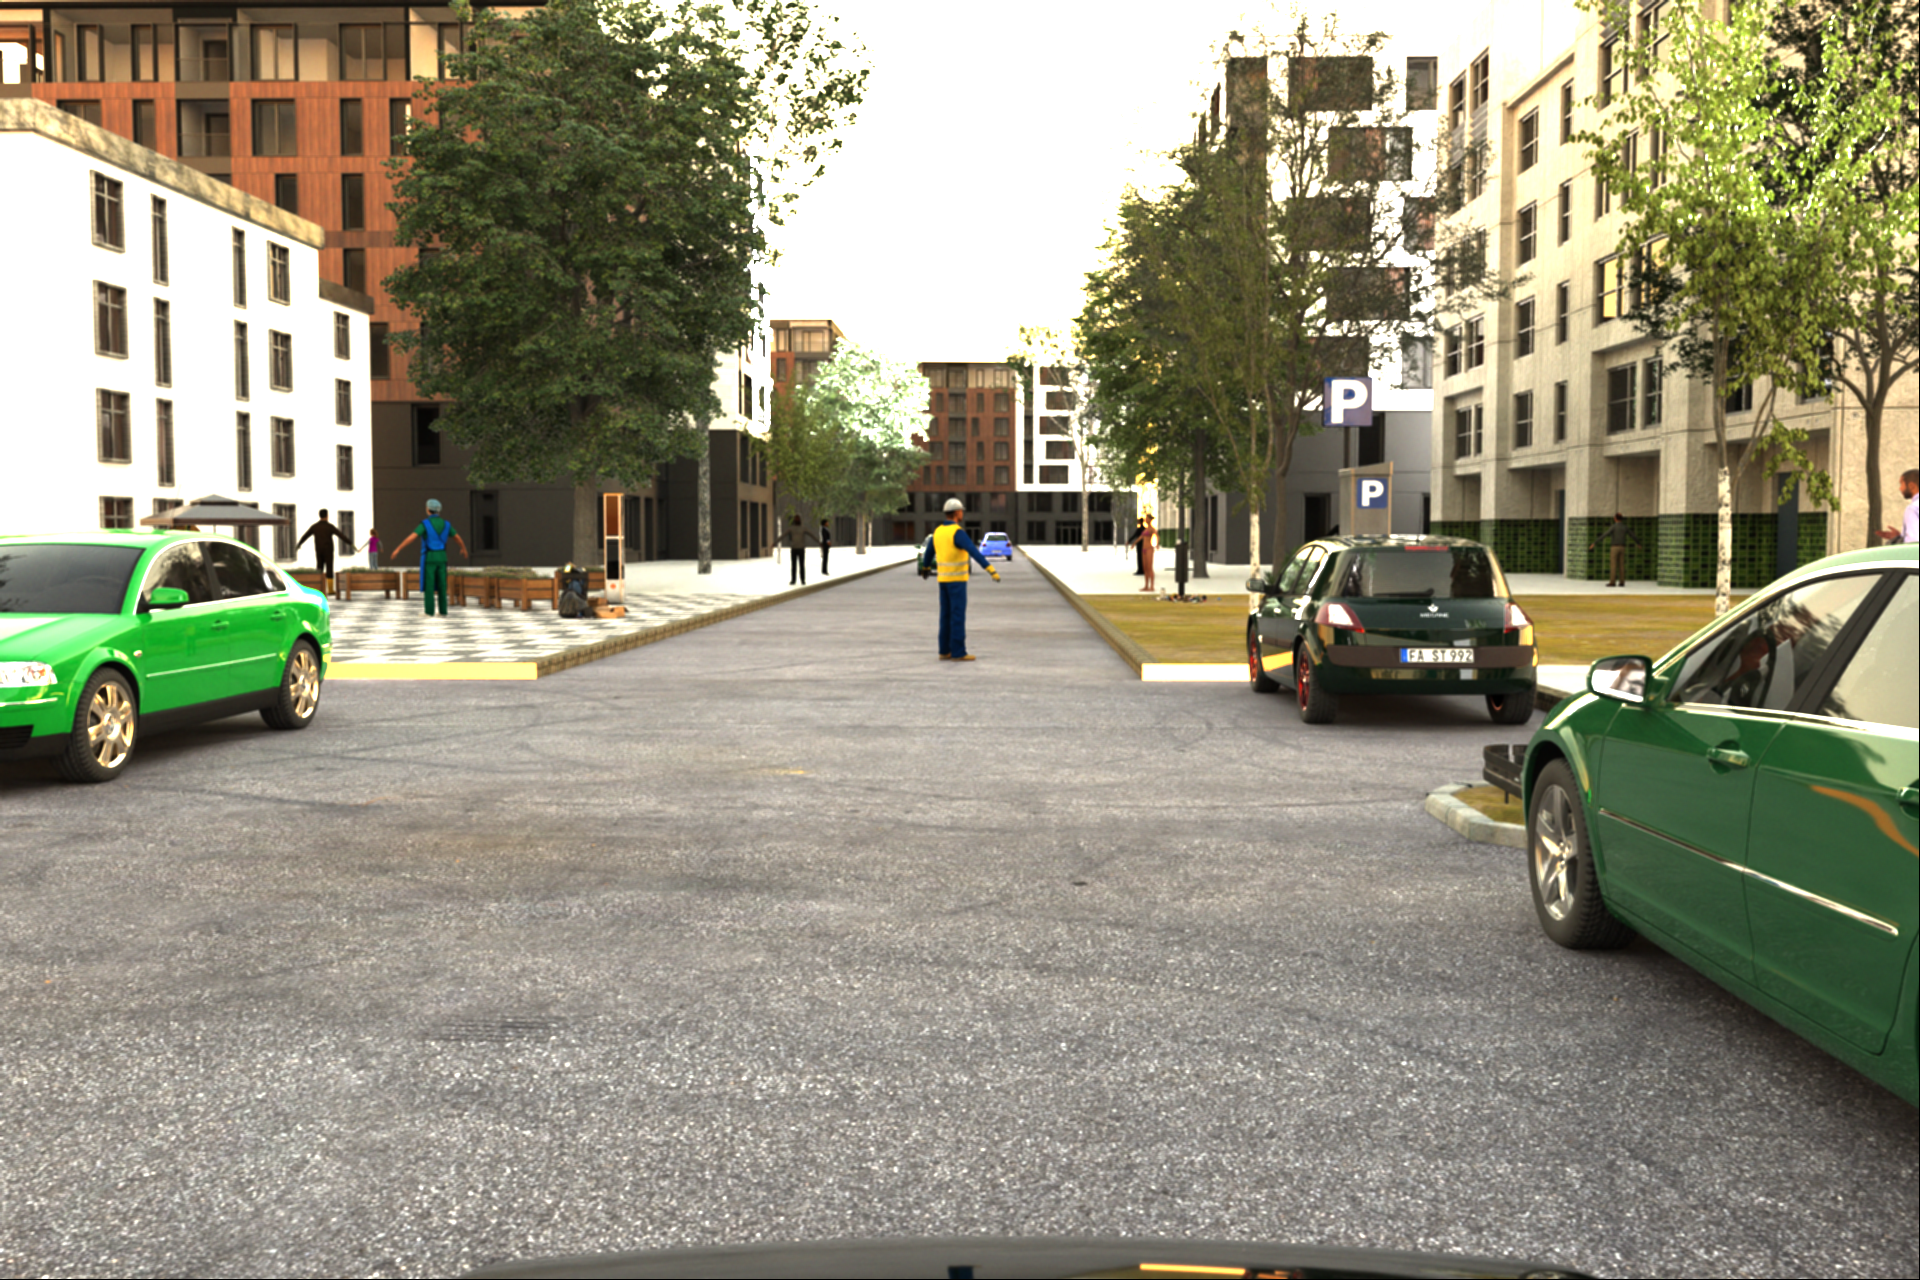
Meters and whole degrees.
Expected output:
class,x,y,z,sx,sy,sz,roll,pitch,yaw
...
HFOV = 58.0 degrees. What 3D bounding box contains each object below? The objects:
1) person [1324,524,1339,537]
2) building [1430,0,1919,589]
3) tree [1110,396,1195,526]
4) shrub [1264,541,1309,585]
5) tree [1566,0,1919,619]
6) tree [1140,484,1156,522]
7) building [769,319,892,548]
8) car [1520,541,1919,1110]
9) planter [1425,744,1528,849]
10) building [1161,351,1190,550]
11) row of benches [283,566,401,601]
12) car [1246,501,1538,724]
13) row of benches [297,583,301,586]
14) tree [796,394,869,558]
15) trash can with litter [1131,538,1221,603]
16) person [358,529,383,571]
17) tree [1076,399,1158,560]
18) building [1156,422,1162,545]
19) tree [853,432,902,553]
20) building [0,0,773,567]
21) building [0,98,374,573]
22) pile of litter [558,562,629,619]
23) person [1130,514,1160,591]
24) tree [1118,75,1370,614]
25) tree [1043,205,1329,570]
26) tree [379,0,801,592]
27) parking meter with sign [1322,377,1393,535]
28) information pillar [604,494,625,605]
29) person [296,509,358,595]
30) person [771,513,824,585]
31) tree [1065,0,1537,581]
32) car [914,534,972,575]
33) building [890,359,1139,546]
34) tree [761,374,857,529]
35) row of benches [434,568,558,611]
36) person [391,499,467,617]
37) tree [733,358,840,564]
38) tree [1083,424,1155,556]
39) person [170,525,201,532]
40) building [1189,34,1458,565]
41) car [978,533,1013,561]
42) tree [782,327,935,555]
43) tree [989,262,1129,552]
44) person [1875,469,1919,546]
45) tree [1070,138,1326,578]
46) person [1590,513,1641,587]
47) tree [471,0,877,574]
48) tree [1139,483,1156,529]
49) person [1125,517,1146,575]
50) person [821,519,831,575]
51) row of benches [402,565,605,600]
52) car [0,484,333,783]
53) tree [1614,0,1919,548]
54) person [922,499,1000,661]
class,x,y,z,sx,sy,sz,roll,pitch,yaw
person,8.945,-2.082,40.228,1.347,1.806,0.705,1,4,11
building,25.674,-11.142,48.636,16.747,18.905,31.486,0,4,1
tree,7.631,-7.447,72.121,4.360,8.622,3.978,0,3,0
shrub,4.428,-0.685,22.321,1.383,1.207,1.383,0,3,0
tree,8.870,-4.221,19.368,4.737,8.622,4.395,0,3,0
tree,24.902,-16.159,214.561,4.360,8.622,3.978,0,3,0
building,-22.177,-20.615,181.034,27.936,21.610,32.646,0,4,2
car,2.940,0.441,4.591,2.131,1.459,4.920,0,4,1
planter,3.392,0.769,8.560,1.991,0.319,1.994,0,4,2
building,27.234,-17.354,150.189,16.747,18.905,31.486,0,4,2
row of benches,-12.746,-1.064,32.865,4.104,0.672,1.422,-3,4,-39
car,3.471,-0.285,14.454,2.009,1.686,4.222,0,4,1
row of benches,-10.652,-0.425,22.414,4.104,0.672,1.422,-1,4,-20
tree,-7.579,-8.662,91.989,4.360,8.622,3.978,0,3,0
trash can with litter,4.196,-1.359,33.274,1.678,1.210,2.233,0,4,1
person,-16.487,-2.400,48.501,0.599,1.433,0.991,1,4,20
tree,8.428,-8.256,85.345,4.360,8.622,3.978,0,3,0
building,30.398,-19.319,182.324,16.747,18.905,31.486,0,4,2
tree,-5.978,-10.249,117.931,4.737,8.622,4.395,0,3,0
building,-24.907,-14.610,82.848,27.936,21.610,32.646,0,4,1
building,-21.934,-6.454,47.670,9.099,9.664,28.070,0,4,2
pile of litter,-5.722,-0.789,26.873,1.176,0.858,1.719,0,4,3
person,4.158,-1.960,38.847,0.721,1.733,1.217,-1,4,-23
tree,4.928,-4.710,27.372,4.360,8.622,3.978,0,3,0
tree,8.006,-9.245,61.522,12.009,13.543,11.850,0,3,0
tree,-8.444,-8.051,38.296,9.857,13.997,8.962,0,3,0
parking meter with sign,4.302,-1.360,18.504,0.543,3.016,1.738,0,4,0
information pillar,-6.286,-1.652,31.505,0.304,2.012,0.304,0,4,2
person,-13.289,-1.842,36.258,1.346,1.812,0.704,0,4,5
person,-4.123,-2.318,44.020,1.348,1.813,0.705,0,4,3
tree,7.079,-7.777,37.522,12.009,13.543,11.850,0,3,0
car,-0.527,-3.054,61.734,2.131,1.459,4.920,0,4,2
building,3.712,-22.489,214.127,32.646,21.610,27.936,0,4,-3
tree,-7.154,-7.908,79.663,4.737,8.622,4.395,0,3,0
row of benches,-8.312,-0.918,30.467,1.422,0.672,4.104,-3,5,-39
person,-8.141,-1.261,26.750,0.704,1.817,1.347,3,4,38
tree,-7.425,-7.516,73.249,4.737,8.622,4.395,0,3,0
tree,8.797,-9.183,100.507,4.360,8.622,3.978,0,3,0
person,-16.883,-1.949,37.627,1.354,1.858,0.705,0,4,3
building,25.351,-14.883,87.309,27.936,21.610,32.646,0,4,1
car,1.930,-5.136,93.556,1.945,1.707,3.694,0,3,0
tree,-6.249,-12.248,106.912,9.857,13.997,8.962,0,3,0
tree,8.414,-16.273,121.948,12.611,20.169,13.585,0,3,0
person,8.179,-0.558,15.038,0.709,1.838,0.599,-3,4,-36
tree,6.893,-8.068,50.032,7.486,12.596,7.792,0,3,0
person,16.077,-2.208,42.370,1.348,1.796,0.705,-1,4,-9
tree,-9.541,-12.247,56.128,12.611,20.169,13.585,0,3,0
tree,23.994,-15.834,209.241,4.360,8.622,3.978,0,3,0
person,5.675,-2.951,54.467,0.704,1.802,1.346,3,5,41
person,-4.140,-2.905,54.217,0.721,1.740,1.216,0,4,-8
row of benches,-8.849,-1.147,34.224,4.104,0.672,1.422,-1,4,-14
car,-5.737,-0.159,11.388,1.959,1.807,4.718,0,4,2
tree,13.714,-5.621,26.316,7.601,10.594,8.767,0,4,7
person,-0.054,-0.687,19.658,0.705,1.833,1.349,-3,4,-38
